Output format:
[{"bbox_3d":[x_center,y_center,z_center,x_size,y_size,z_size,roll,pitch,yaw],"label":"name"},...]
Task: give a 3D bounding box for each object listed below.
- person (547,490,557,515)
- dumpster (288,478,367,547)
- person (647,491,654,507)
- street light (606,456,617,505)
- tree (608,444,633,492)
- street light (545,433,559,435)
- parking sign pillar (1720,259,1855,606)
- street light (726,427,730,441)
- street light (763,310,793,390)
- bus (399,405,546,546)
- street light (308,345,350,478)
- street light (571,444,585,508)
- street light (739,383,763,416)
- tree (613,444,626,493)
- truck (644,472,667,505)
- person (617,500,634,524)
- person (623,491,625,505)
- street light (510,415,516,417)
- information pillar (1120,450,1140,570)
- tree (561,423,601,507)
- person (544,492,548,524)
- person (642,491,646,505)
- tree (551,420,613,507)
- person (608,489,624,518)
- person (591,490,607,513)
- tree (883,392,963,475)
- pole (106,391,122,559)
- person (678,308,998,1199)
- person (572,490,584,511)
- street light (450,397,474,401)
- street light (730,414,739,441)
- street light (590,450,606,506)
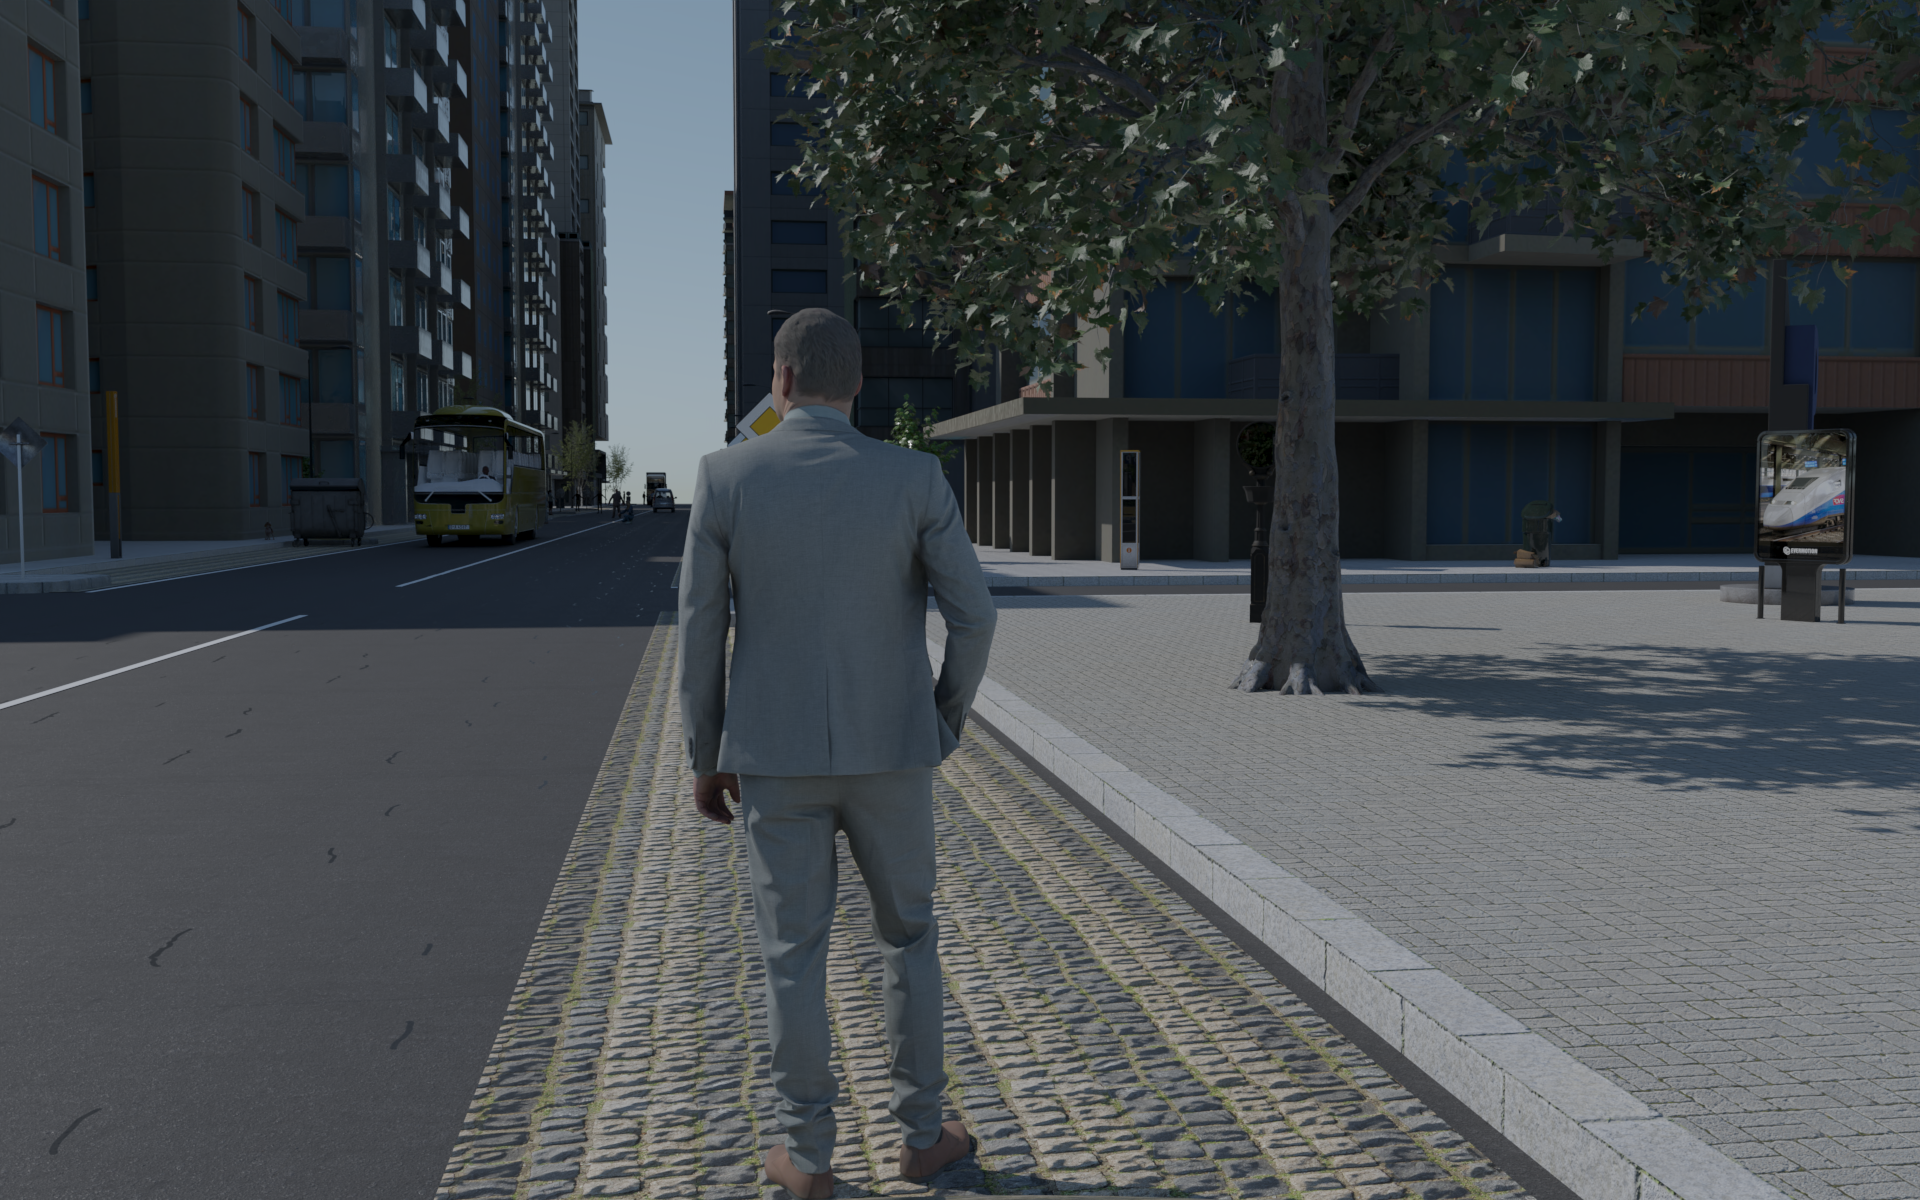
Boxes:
[{"bbox_3d":[-27.520,-6.570,116.703,0.721,1.735,1.217,-3,5,-44],"label":"person"},{"bbox_3d":[-17.061,-2.358,46.770,1.865,1.857,1.264,-1,4,-9],"label":"dumpster"},{"bbox_3d":[-33.985,-11.172,191.142,1.348,1.826,0.705,2,4,28],"label":"person"},{"bbox_3d":[-42.966,-14.676,212.493,1.470,5.913,1.316,-1,4,-8],"label":"street light"},{"bbox_3d":[-50.335,-18.714,256.336,4.360,8.622,3.978,0,3,0],"label":"tree"},{"bbox_3d":[-31.005,-9.691,130.988,1.470,5.913,1.316,-1,4,-8],"label":"street light"},{"bbox_3d":[9.817,-1.956,20.460,1.447,3.967,1.447,2,4,29],"label":"parking sign pillar"},{"bbox_3d":[-15.195,-8.994,119.591,1.470,5.913,1.316,-1,4,-8],"label":"street light"},{"bbox_3d":[-4.157,-4.368,43.959,1.470,5.913,1.316,-1,4,-8],"label":"street light"},{"bbox_3d":[-14.149,-3.671,51.567,2.896,3.916,12.252,-1,4,-9],"label":"bus"},{"bbox_3d":[-19.749,-4.993,54.177,1.470,5.913,1.316,-1,4,-8],"label":"street light"},{"bbox_3d":[-35.197,-11.435,159.506,1.470,5.913,1.316,-1,4,-8],"label":"street light"},{"bbox_3d":[-8.410,-6.135,72.849,1.470,5.913,1.316,-1,4,-8],"label":"street light"},{"bbox_3d":[-49.823,-18.267,249.034,4.737,8.622,4.395,0,3,0],"label":"tree"},{"bbox_3d":[-39.232,-14.362,223.734,2.839,4.237,11.283,-1,4,-9],"label":"truck"},{"bbox_3d":[-16.151,-4.283,84.030,0.738,1.151,1.012,-2,4,-28],"label":"person"},{"bbox_3d":[-42.362,-12.832,218.318,0.705,1.823,1.348,-1,4,-9],"label":"person"},{"bbox_3d":[-26.830,-7.921,102.047,1.470,5.913,1.316,-1,4,-8],"label":"street light"},{"bbox_3d":[2.875,-1.515,29.264,0.304,2.012,0.304,1,4,11],"label":"information pillar"},{"bbox_3d":[-38.052,-13.685,174.117,4.360,8.622,3.978,0,3,0],"label":"tree"},{"bbox_3d":[-20.075,-4.573,83.447,0.466,1.800,0.511,-1,4,-17],"label":"person"},{"bbox_3d":[-42.946,-13.895,235.705,0.705,1.821,1.348,1,4,16],"label":"person"},{"bbox_3d":[-37.308,-13.335,168.396,4.737,8.622,4.395,0,3,0],"label":"tree"},{"bbox_3d":[-20.586,-5.785,103.640,0.990,1.755,0.434,-1,4,-22],"label":"person"},{"bbox_3d":[-26.637,-7.273,127.935,1.217,1.766,0.721,-2,4,-27],"label":"person"},{"bbox_3d":[-1.057,-2.356,33.128,1.663,3.219,1.824,0,3,0],"label":"tree"},{"bbox_3d":[-16.815,-2.482,34.422,0.158,3.312,0.155,0,3,0],"label":"pole"},{"bbox_3d":[-0.254,0.309,3.552,0.635,1.810,0.391,-1,4,-14],"label":"person"},{"bbox_3d":[-31.304,-8.134,142.008,1.217,1.766,0.721,2,4,24],"label":"person"},{"bbox_3d":[-23.925,-6.749,82.891,1.470,5.913,1.316,-1,4,-8],"label":"street light"},{"bbox_3d":[-12.531,-7.874,101.273,1.470,5.913,1.316,-1,4,-8],"label":"street light"},{"bbox_3d":[-38.764,-12.938,184.081,1.470,5.913,1.316,-1,4,-8],"label":"street light"}]
